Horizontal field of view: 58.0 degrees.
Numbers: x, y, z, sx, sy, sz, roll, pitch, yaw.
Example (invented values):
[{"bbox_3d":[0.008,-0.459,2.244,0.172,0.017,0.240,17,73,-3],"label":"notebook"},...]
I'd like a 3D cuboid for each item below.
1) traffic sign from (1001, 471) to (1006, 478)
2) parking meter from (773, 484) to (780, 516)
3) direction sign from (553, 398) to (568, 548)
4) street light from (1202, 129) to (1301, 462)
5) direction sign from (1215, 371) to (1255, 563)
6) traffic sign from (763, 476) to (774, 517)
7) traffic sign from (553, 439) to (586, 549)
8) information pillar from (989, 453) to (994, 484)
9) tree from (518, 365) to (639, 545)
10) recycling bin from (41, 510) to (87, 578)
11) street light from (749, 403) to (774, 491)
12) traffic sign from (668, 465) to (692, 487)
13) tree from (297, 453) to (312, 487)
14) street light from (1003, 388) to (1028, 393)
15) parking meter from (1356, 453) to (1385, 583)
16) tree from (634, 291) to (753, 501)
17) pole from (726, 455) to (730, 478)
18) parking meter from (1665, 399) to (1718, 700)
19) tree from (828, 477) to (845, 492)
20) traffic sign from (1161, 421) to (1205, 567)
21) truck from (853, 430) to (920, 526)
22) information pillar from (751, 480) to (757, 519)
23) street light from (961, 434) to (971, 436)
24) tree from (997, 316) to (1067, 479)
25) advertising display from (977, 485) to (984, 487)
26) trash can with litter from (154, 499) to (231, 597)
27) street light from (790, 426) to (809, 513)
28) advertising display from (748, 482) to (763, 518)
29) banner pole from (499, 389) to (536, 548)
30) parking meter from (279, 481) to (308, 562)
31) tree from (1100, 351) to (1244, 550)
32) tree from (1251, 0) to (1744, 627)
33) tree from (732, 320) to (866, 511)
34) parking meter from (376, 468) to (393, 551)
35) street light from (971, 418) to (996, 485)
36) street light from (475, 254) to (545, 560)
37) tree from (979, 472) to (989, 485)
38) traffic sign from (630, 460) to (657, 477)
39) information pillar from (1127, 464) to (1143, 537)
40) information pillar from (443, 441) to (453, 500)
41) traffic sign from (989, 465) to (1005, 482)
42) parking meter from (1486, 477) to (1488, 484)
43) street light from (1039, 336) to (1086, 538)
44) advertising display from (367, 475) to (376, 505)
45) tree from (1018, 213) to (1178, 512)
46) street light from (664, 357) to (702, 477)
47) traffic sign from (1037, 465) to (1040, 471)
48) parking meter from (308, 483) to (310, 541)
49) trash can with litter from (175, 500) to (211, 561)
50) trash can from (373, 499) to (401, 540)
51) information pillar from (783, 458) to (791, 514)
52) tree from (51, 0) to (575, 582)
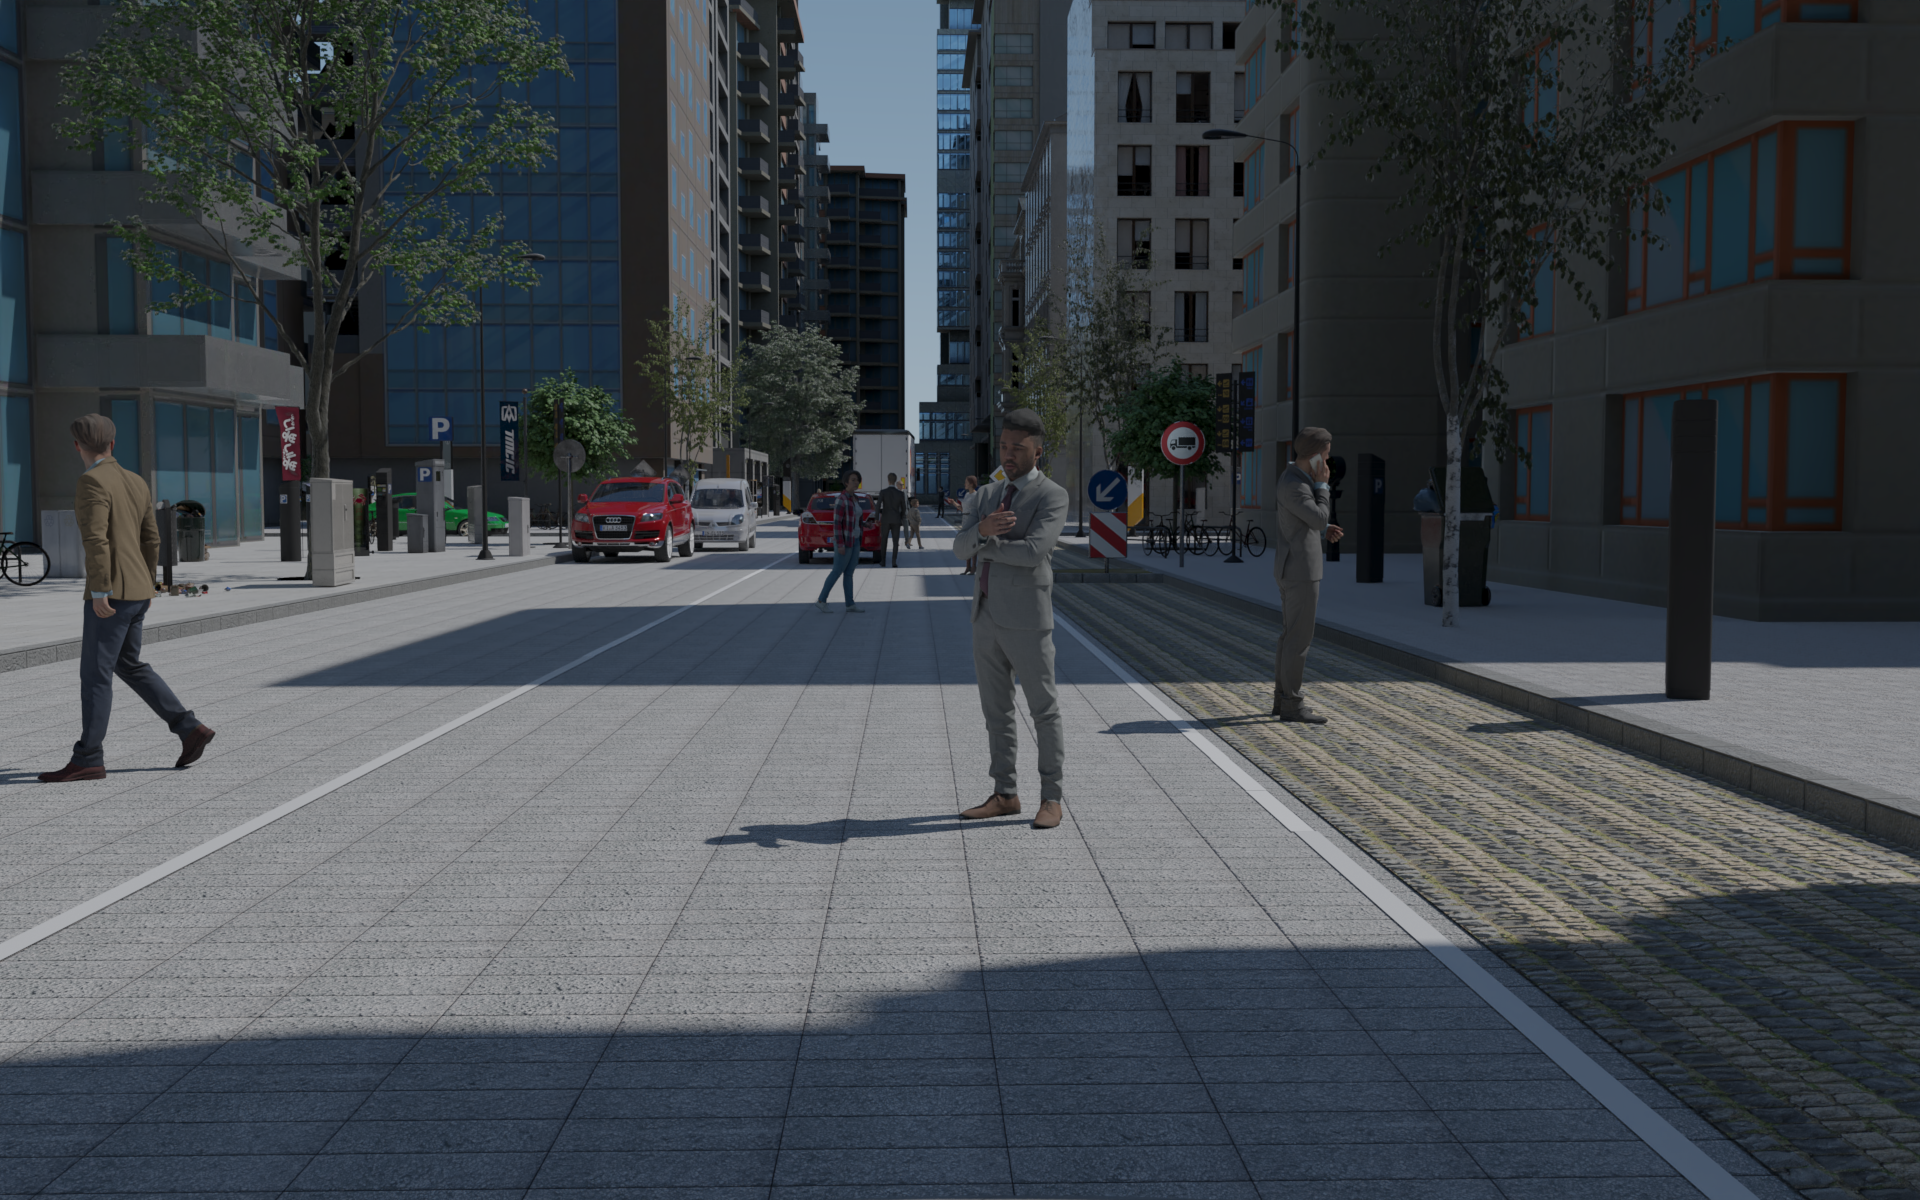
[{"bbox_3d":[1.607,-2.902,51.084,0.795,2.450,0.064,0,4,-2],"label":"traffic sign"},{"bbox_3d":[-10.778,-5.873,101.734,0.255,1.863,0.399,-3,4,-38],"label":"parking meter"},{"bbox_3d":[-9.497,-3.003,41.093,0.379,3.537,0.876,-2,4,-27],"label":"direction sign"},{"bbox_3d":[3.776,-3.039,22.227,1.470,5.913,1.316,0,4,-2],"label":"street light"},{"bbox_3d":[5.126,-2.467,32.333,0.379,3.537,0.876,-3,5,-44],"label":"direction sign"},{"bbox_3d":[-10.648,-5.758,96.275,0.606,2.300,0.079,0,4,7],"label":"traffic sign"},{"bbox_3d":[-9.114,-2.465,40.403,0.768,2.556,0.104,0,4,3],"label":"traffic sign"},{"bbox_3d":[1.798,-6.596,99.202,0.183,3.616,0.504,2,4,24],"label":"information pillar"},{"bbox_3d":[-9.902,-3.698,44.168,4.285,4.588,4.351,0,3,0],"label":"tree"},{"bbox_3d":[-13.628,-0.868,26.753,0.722,1.027,0.722,1,4,15],"label":"recycling bin"},{"bbox_3d":[-10.129,-7.059,87.951,1.470,5.913,1.316,0,4,-2],"label":"street light"},{"bbox_3d":[-9.502,-3.373,58.790,0.795,2.450,0.064,0,4,-2],"label":"traffic sign"},{"bbox_3d":[-35.378,-6.530,90.478,4.285,4.588,4.351,0,3,0],"label":"tree"},{"bbox_3d":[2.486,-6.308,75.678,1.470,5.913,1.316,0,4,-2],"label":"street light"},{"bbox_3d":[5.944,-1.183,25.057,0.399,1.863,0.255,-3,5,-43],"label":"parking meter"},{"bbox_3d":[-9.854,-6.938,63.798,4.737,8.622,4.395,0,3,0],"label":"tree"},{"bbox_3d":[-12.082,-5.898,90.270,0.158,3.312,0.155,0,3,0],"label":"pole"},{"bbox_3d":[4.612,-0.319,10.928,0.255,1.863,0.399,1,4,20],"label":"parking meter"},{"bbox_3d":[-13.674,-12.001,190.824,1.663,3.219,1.824,0,3,0],"label":"tree"},{"bbox_3d":[3.885,-1.845,30.265,0.768,2.556,0.104,0,4,3],"label":"traffic sign"},{"bbox_3d":[-3.408,-5.638,81.094,2.839,4.237,11.283,0,4,0],"label":"truck"},{"bbox_3d":[-10.775,-5.237,90.117,0.304,2.012,0.304,2,4,32],"label":"information pillar"},{"bbox_3d":[0.789,-9.887,134.188,1.470,5.913,1.316,0,4,-2],"label":"street light"},{"bbox_3d":[3.694,-7.488,72.789,4.737,8.622,4.395,0,3,0],"label":"tree"},{"bbox_3d":[1.425,-6.989,119.478,0.123,1.923,0.974,2,4,29],"label":"advertising display"},{"bbox_3d":[-10.288,-0.688,22.309,1.678,1.210,2.233,-2,4,-31],"label":"trash can with litter"},{"bbox_3d":[-10.943,-8.863,117.444,1.470,5.913,1.316,0,4,-2],"label":"street light"},{"bbox_3d":[-10.875,-5.280,91.535,0.974,1.923,0.123,1,4,17],"label":"advertising display"},{"bbox_3d":[-10.531,-3.126,41.131,0.863,3.779,0.401,-2,4,-35],"label":"banner pole"},{"bbox_3d":[-12.727,-1.498,32.909,0.372,1.533,0.369,0,3,0],"label":"parking meter"},{"bbox_3d":[5.030,-3.436,39.900,4.285,4.588,4.351,0,3,0],"label":"tree"},{"bbox_3d":[4.983,-4.042,16.456,4.360,8.622,3.978,0,3,0],"label":"tree"},{"bbox_3d":[-12.027,-13.509,127.527,9.857,13.997,8.962,0,3,0],"label":"tree"},{"bbox_3d":[-12.945,-2.032,38.941,0.255,1.863,0.399,0,3,0],"label":"parking meter"},{"bbox_3d":[1.597,-8.122,105.343,1.470,5.913,1.316,0,4,-2],"label":"street light"},{"bbox_3d":[-8.718,-3.735,33.616,1.470,5.913,1.316,0,4,-2],"label":"street light"},{"bbox_3d":[2.389,-8.741,137.508,1.663,3.219,1.824,0,3,0],"label":"tree"},{"bbox_3d":[-9.284,-2.885,50.808,0.795,2.450,0.064,0,4,-2],"label":"traffic sign"},{"bbox_3d":[5.231,-3.690,51.690,0.504,3.616,0.183,2,4,32],"label":"information pillar"},{"bbox_3d":[-17.389,-4.124,58.782,0.504,3.616,0.183,2,4,33],"label":"information pillar"},{"bbox_3d":[1.389,-3.390,59.066,0.795,2.450,0.064,0,4,-2],"label":"traffic sign"},{"bbox_3d":[6.757,-0.883,22.855,0.372,1.533,0.369,0,3,0],"label":"parking meter"},{"bbox_3d":[3.030,-4.803,51.073,1.470,5.913,1.316,0,4,-2],"label":"street light"},{"bbox_3d":[-19.413,-3.219,57.845,0.123,1.923,0.974,1,4,19],"label":"advertising display"},{"bbox_3d":[3.788,-5.783,44.909,4.360,8.622,3.978,0,3,0],"label":"tree"},{"bbox_3d":[-9.416,-5.264,58.610,1.470,5.913,1.316,0,4,-2],"label":"street light"},{"bbox_3d":[2.815,-4.237,69.381,0.768,2.556,0.104,0,3,0],"label":"traffic sign"},{"bbox_3d":[-14.722,-1.904,39.546,0.372,1.533,0.369,0,3,0],"label":"parking meter"},{"bbox_3d":[-14.665,-1.322,33.006,0.624,1.170,1.055,-1,4,-14],"label":"trash can with litter"},{"bbox_3d":[-16.053,-2.257,48.561,0.748,1.137,0.748,0,3,0],"label":"trash can"},{"bbox_3d":[-10.973,-7.250,109.895,0.504,3.616,0.183,1,4,11],"label":"information pillar"},{"bbox_3d":[-9.415,-6.096,25.419,9.928,11.665,9.643,0,3,0],"label":"tree"}]
